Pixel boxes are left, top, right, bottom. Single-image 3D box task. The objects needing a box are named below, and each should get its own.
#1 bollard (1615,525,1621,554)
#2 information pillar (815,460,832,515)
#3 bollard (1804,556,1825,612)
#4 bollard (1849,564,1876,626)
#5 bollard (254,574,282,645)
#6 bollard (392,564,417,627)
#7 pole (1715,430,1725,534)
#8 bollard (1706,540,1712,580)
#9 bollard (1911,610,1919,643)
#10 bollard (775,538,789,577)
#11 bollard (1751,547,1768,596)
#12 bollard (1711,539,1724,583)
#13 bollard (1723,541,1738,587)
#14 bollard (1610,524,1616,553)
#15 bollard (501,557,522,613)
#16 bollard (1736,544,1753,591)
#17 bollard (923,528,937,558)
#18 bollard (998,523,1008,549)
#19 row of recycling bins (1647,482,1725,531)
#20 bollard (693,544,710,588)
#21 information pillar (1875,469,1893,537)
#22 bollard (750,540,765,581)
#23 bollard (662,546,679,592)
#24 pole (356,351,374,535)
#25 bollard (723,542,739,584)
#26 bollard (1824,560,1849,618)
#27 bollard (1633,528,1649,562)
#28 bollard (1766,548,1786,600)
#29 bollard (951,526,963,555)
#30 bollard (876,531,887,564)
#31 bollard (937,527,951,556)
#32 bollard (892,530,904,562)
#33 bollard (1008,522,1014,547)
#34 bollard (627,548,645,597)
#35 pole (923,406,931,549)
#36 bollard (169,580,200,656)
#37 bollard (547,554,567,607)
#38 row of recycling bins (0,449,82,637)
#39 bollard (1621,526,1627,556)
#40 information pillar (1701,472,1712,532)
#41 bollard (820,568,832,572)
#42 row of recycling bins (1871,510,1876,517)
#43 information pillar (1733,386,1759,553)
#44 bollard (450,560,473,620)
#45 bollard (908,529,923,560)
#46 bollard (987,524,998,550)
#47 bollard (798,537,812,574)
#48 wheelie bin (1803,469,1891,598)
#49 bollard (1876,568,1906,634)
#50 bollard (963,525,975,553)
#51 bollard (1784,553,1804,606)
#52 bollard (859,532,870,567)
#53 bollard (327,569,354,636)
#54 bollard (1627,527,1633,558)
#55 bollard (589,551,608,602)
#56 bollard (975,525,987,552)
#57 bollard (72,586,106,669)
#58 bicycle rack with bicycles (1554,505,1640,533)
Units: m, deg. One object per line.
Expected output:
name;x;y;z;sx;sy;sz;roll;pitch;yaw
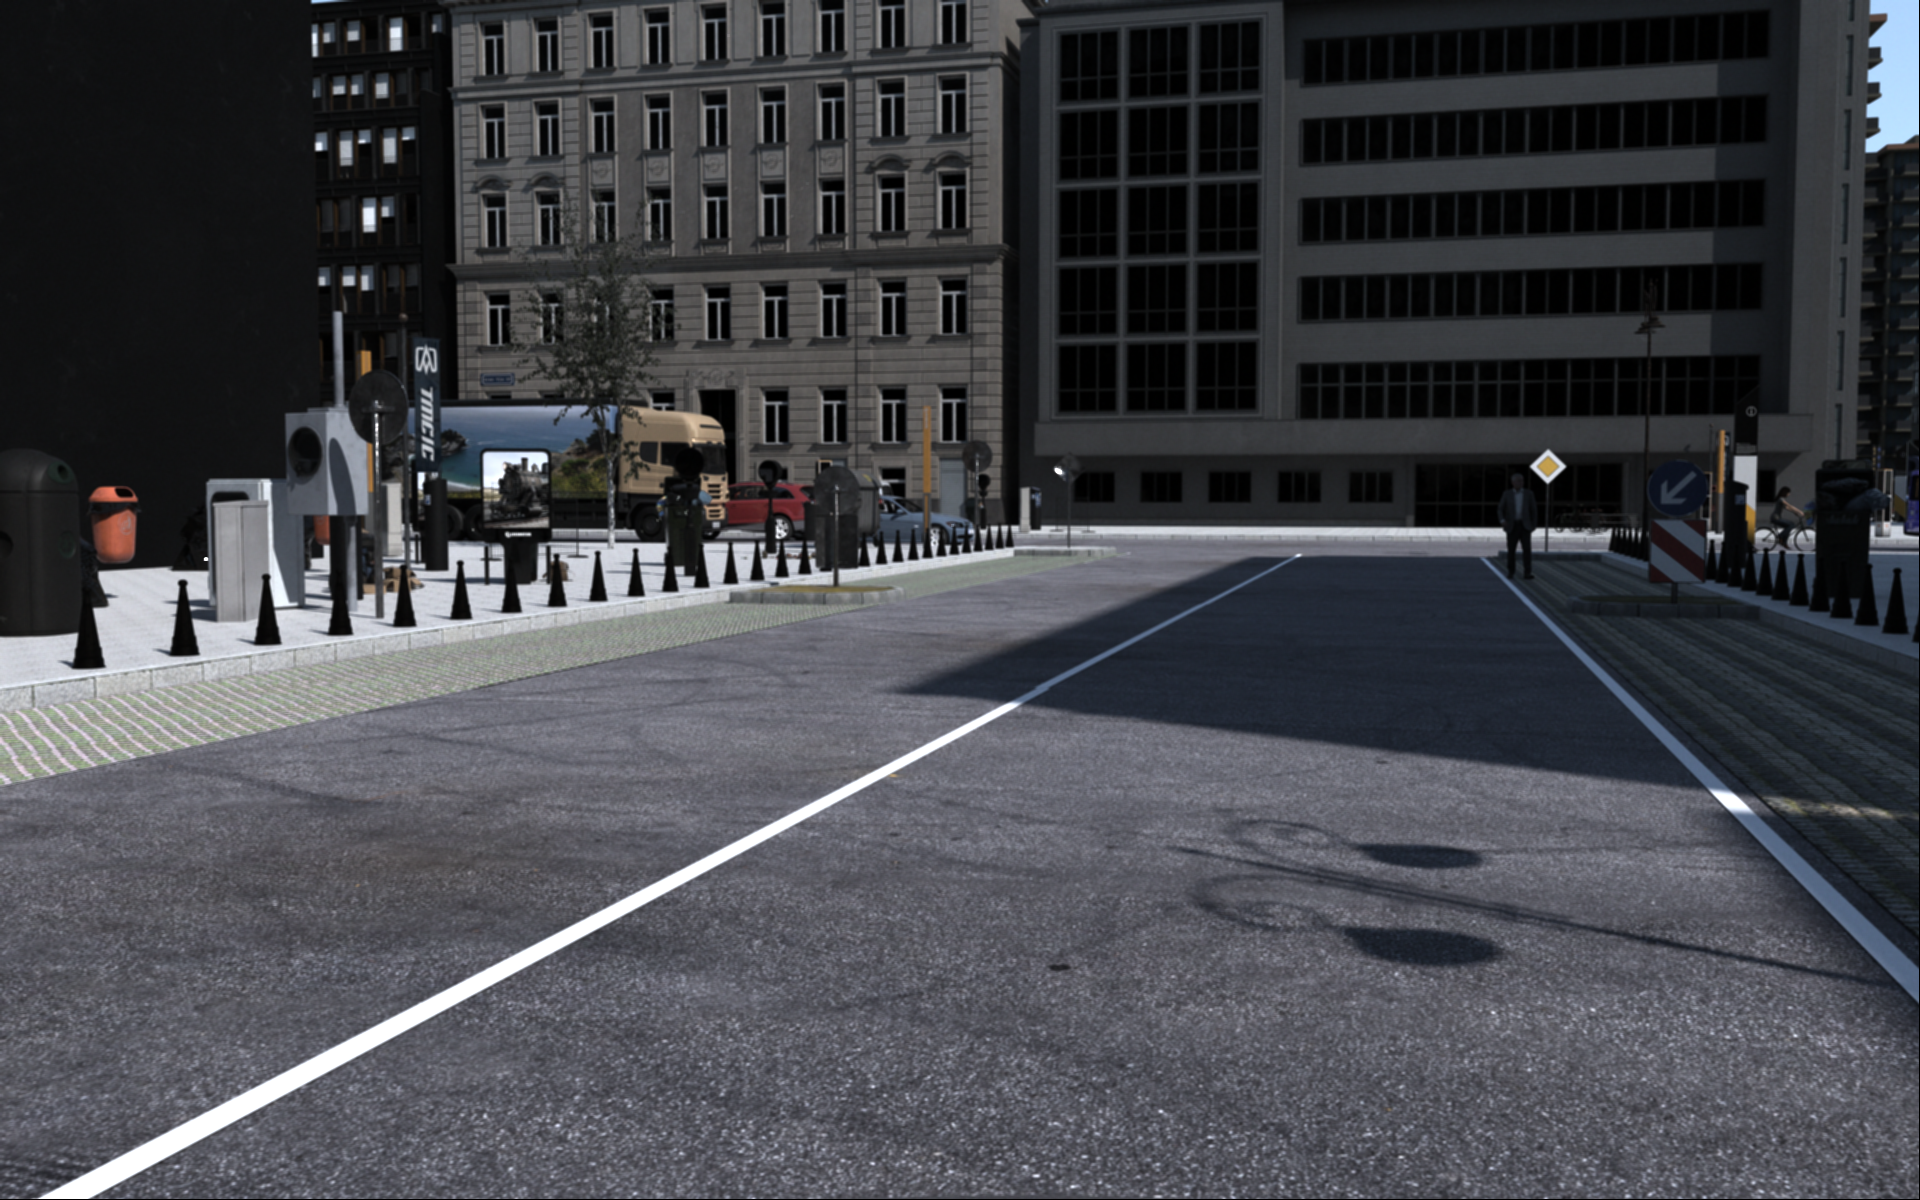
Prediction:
bollard;14.153;-1.276;36.896;0.229;0.601;0.229;0;3;0
information pillar;-2.986;-2.047;37.961;0.304;2.012;0.304;-1;4;-20
bollard;9.417;-0.178;18.952;0.229;0.601;0.229;0;3;0
bollard;8.888;-0.056;16.959;0.229;0.601;0.229;0;3;0
bollard;-5.908;0.078;14.767;0.229;0.601;0.229;0;3;0
bollard;-5.382;-0.044;16.768;0.229;0.601;0.229;0;3;0
pole;24.324;-3.766;55.425;0.158;3.312;0.155;0;3;0
bollard;11.264;-0.606;25.949;0.229;0.601;0.229;0;3;0
bollard;8.366;0.065;14.973;0.229;0.601;0.229;0;3;0
bollard;-2.750;-0.654;26.740;0.229;0.601;0.229;0;3;0
bollard;10.213;-0.362;21.959;0.229;0.601;0.229;0;3;0
bollard;11.001;-0.545;24.957;0.229;0.601;0.229;0;3;0
bollard;10.739;-0.485;23.964;0.229;0.601;0.229;0;3;0
bollard;14.413;-1.336;37.889;0.229;0.601;0.229;0;3;0
bollard;-4.859;-0.166;18.754;0.229;0.601;0.229;0;3;0
bollard;10.474;-0.423;22.957;0.229;0.601;0.229;0;3;0
bollard;-0.650;-1.141;34.694;0.229;0.601;0.229;0;3;0
bollard;0.932;-1.507;40.678;0.229;0.601;0.229;0;3;0
row of recycling bins;25.590;-3.233;59.967;3.534;1.692;1.069;1;4;18
bollard;-3.543;-0.471;23.739;0.229;0.601;0.229;0;3;0
information pillar;27.564;-2.886;51.684;0.304;2.012;0.304;-1;4;-16
bollard;-3.013;-0.593;25.733;0.229;0.601;0.229;0;3;0
bollard;-3.806;-0.410;22.740;0.229;0.601;0.229;0;3;0
pole;-8.501;-1.892;24.777;0.158;3.312;0.155;0;3;0
bollard;-3.276;-0.532;24.740;0.229;0.601;0.229;0;3;0
bollard;9.151;-0.117;17.960;0.229;0.601;0.229;0;3;0
bollard;13.365;-1.093;33.915;0.229;0.601;0.229;0;3;0
bollard;9.945;-0.301;20.961;0.229;0.601;0.229;0;3;0
bollard;-0.121;-1.263;36.692;0.229;0.601;0.229;0;3;0
bollard;-1.438;-0.958;31.706;0.229;0.601;0.229;0;3;0
bollard;-0.384;-1.202;35.693;0.229;0.601;0.229;0;3;0
bollard;-1.173;-1.019;32.705;0.229;0.601;0.229;0;3;0
bollard;1.192;-1.568;41.671;0.229;0.601;0.229;0;3;0
bollard;-4.068;-0.349;21.740;0.229;0.601;0.229;0;3;0
pole;-0.765;-2.836;40.218;0.158;3.312;0.155;0;3;0
bollard;-6.174;0.139;13.775;0.229;0.601;0.229;0;3;0
bollard;-4.596;-0.227;19.749;0.229;0.601;0.229;0;3;0
row of recycling bins;-9.239;-0.463;14.683;1.069;1.692;3.534;2;4;28
bollard;13.890;-1.215;35.903;0.229;0.601;0.229;0;3;0
information pillar;25.355;-3.324;58.837;0.304;2.012;0.304;2;4;28
bollard;-2.226;-0.776;28.728;0.229;0.601;0.229;0;3;0
row of recycling bins;47.447;-5.181;91.823;3.534;1.692;1.069;-2;4;-35
information pillar;17.026;-2.825;37.535;0.504;3.616;0.183;0;4;5
bollard;-5.119;-0.105;17.761;0.229;0.601;0.229;0;3;0
bollard;-0.910;-1.080;33.700;0.229;0.601;0.229;0;3;0
bollard;0.668;-1.446;39.686;0.229;0.601;0.229;0;3;0
bollard;-2.485;-0.715;27.735;0.229;0.601;0.229;0;3;0
wheelie bin;11.008;-0.833;21.529;0.980;1.594;0.693;2;4;28
bollard;8.631;0.005;15.965;0.229;0.601;0.229;0;3;0
bollard;0.141;-1.324;37.685;0.229;0.601;0.229;0;3;0
bollard;9.681;-0.239;19.955;0.229;0.601;0.229;0;3;0
bollard;-1.700;-0.897;30.714;0.229;0.601;0.229;0;3;0
bollard;-5.645;0.017;15.766;0.229;0.601;0.229;0;3;0
bollard;13.629;-1.154;34.907;0.229;0.601;0.229;0;3;0
bollard;-4.336;-0.288;20.745;0.229;0.601;0.229;0;3;0
bollard;0.404;-1.385;38.693;0.229;0.601;0.229;0;3;0
bollard;-6.435;0.200;12.776;0.229;0.601;0.229;0;3;0
bicycle rack with bicycles;21.218;-2.730;58.013;2.925;0.926;2.852;-1;4;-15
